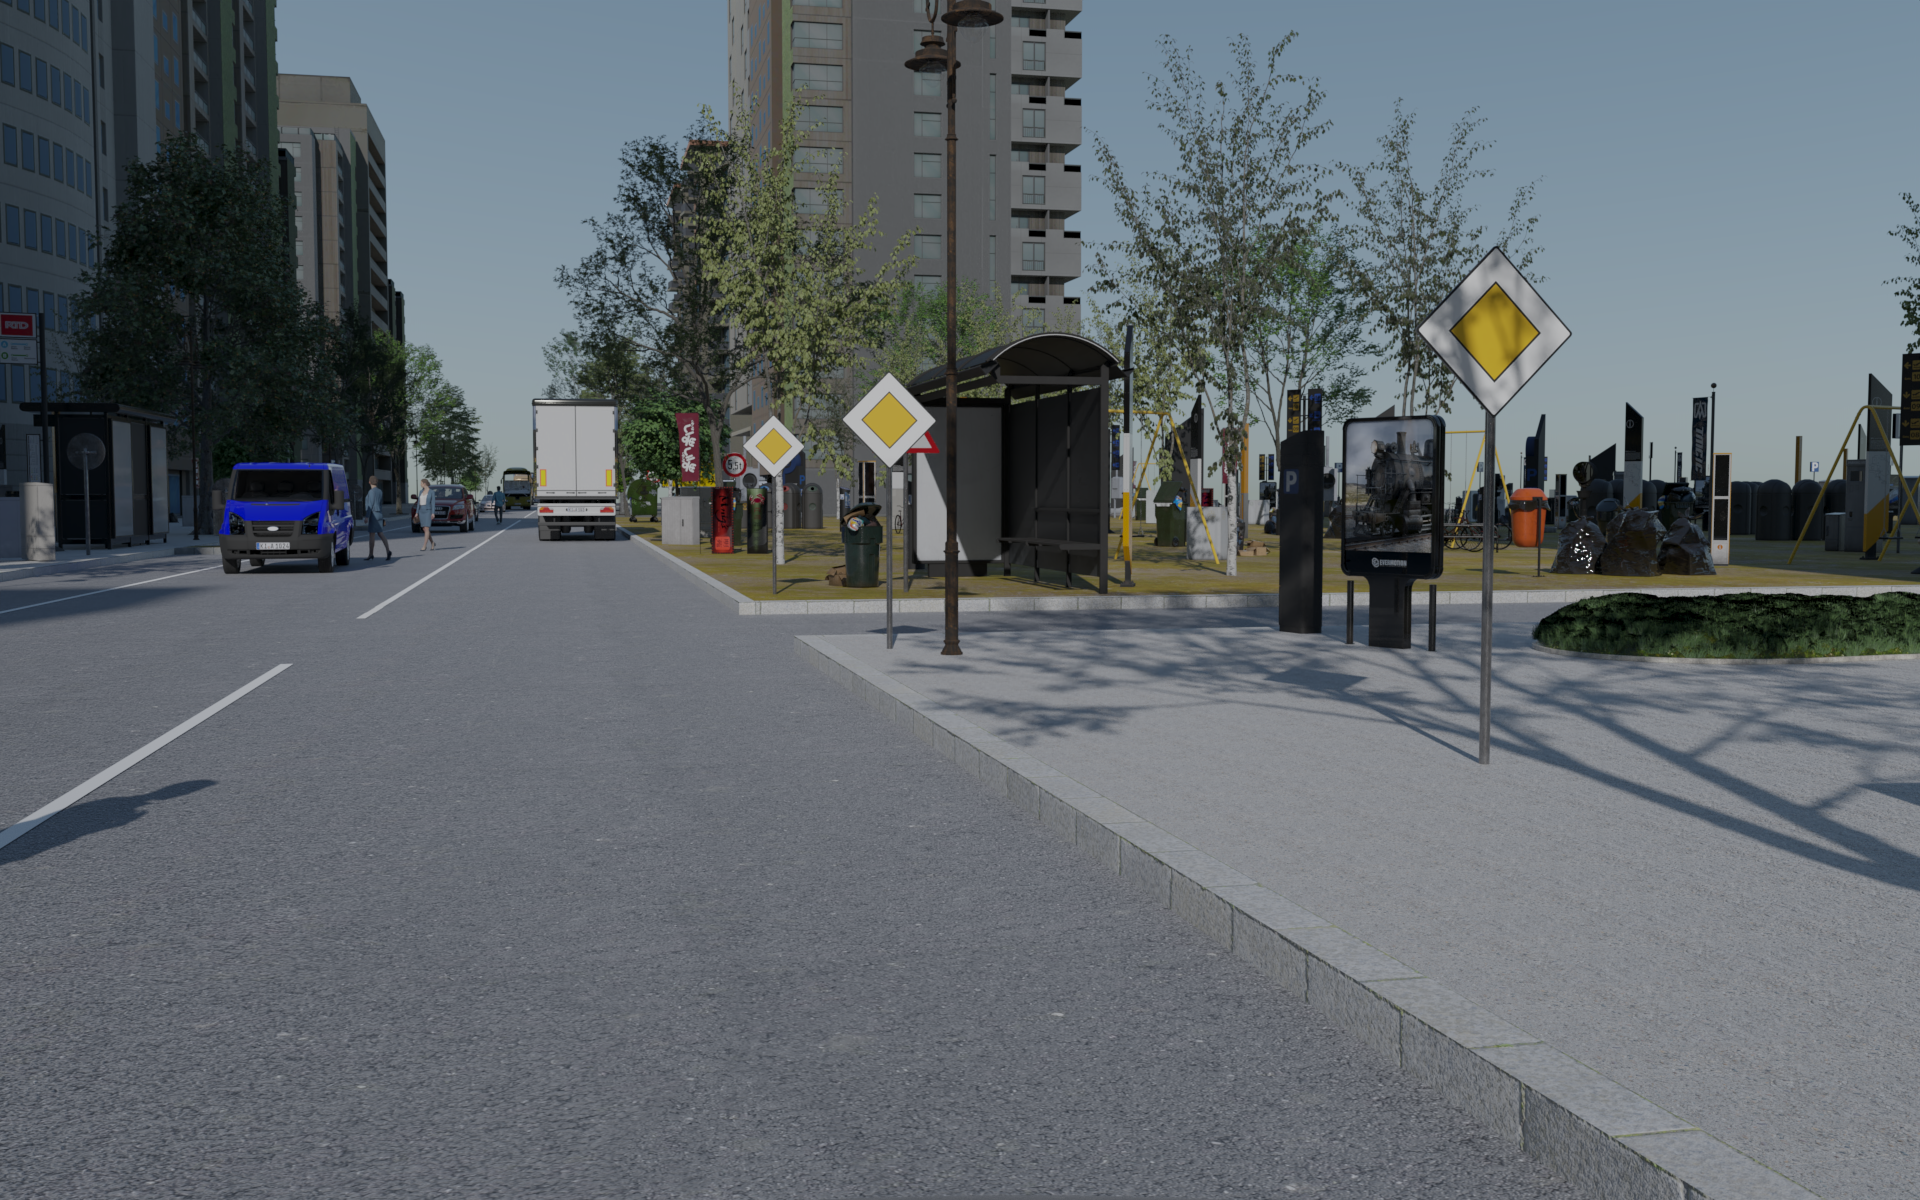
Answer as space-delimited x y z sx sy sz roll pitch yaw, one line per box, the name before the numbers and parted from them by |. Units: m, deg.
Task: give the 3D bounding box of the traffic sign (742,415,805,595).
traffic sign | -2.371 -1.127 22.072 0.795 2.450 0.064 -1 4 -13

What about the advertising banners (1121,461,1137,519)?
advertising banners | 8.863 -5.769 90.511 0.090 3.025 2.074 2 4 27

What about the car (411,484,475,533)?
car | -19.704 -3.513 66.116 2.281 1.827 5.304 -1 4 -12

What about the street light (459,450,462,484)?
street light | -50.546 -12.374 175.096 0.468 5.910 1.993 -1 4 -13

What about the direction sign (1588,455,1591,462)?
direction sign | 36.719 -6.672 101.081 0.379 3.537 0.876 2 4 27

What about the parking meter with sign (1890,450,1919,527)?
parking meter with sign | 39.675 -4.647 72.239 1.738 3.016 0.543 3 5 44

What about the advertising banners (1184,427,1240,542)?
advertising banners | 6.473 -3.042 45.920 2.074 3.025 0.090 2 4 34

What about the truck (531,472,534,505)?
truck | -56.401 -14.383 224.068 2.839 4.237 11.283 -1 4 -12

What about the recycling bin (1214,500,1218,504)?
recycling bin | 11.054 -3.954 77.204 0.722 1.027 0.722 -1 4 -12

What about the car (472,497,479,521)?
car | -26.006 -4.908 90.026 2.009 1.686 4.222 -1 4 -12

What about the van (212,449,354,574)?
van | -12.762 -1.748 32.962 2.240 2.365 5.245 -1 4 -15

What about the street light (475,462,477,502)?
street light | -56.990 -14.118 203.615 0.468 5.910 1.993 -1 4 -13

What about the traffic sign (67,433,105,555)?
traffic sign | -18.280 -2.210 36.246 0.768 2.556 0.104 0 4 -6

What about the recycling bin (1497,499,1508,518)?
recycling bin | 27.190 -4.577 87.384 0.722 1.027 0.722 2 4 28

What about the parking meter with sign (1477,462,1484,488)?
parking meter with sign | 28.766 -5.938 93.355 0.543 3.016 1.738 -3 5 -43

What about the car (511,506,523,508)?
car | -46.183 -10.389 179.639 2.009 1.686 4.222 -1 4 -11

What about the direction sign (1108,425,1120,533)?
direction sign | 4.867 -3.943 56.468 0.876 3.537 0.379 -3 4 -36

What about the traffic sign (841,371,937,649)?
traffic sign | -0.586 -0.651 14.288 0.795 2.450 0.064 -1 4 -13

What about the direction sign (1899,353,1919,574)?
direction sign | 15.477 -2.183 27.696 0.379 3.537 0.876 -3 4 -39

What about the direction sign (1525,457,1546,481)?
direction sign | 30.070 -6.038 90.724 0.876 3.537 0.379 1 4 16

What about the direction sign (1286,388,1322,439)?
direction sign | 7.413 -2.775 37.364 0.876 3.537 0.379 3 5 44

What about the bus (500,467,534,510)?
bus | -41.295 -10.388 161.397 2.896 3.916 12.252 -1 4 -15

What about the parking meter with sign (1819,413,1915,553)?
parking meter with sign | 19.986 -2.566 38.223 0.543 3.016 1.738 -2 4 -26

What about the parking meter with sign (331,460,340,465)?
parking meter with sign | -32.392 -5.643 88.523 1.738 3.016 0.543 3 5 40

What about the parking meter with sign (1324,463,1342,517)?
parking meter with sign | 20.710 -6.143 96.694 0.543 3.016 1.738 -1 4 -19

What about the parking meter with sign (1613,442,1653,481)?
parking meter with sign | 22.327 -3.792 58.266 1.738 3.016 0.543 1 4 18

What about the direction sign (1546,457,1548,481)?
direction sign | 34.949 -6.871 104.344 0.876 3.537 0.379 0 4 -6

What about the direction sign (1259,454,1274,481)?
direction sign | 17.304 -6.472 97.815 0.876 3.537 0.379 2 4 26

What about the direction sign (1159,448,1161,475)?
direction sign | 10.064 -5.647 84.319 0.876 3.537 0.379 3 4 37

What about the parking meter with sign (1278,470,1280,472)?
parking meter with sign | 17.785 -5.921 93.075 0.543 3.016 1.738 3 5 44

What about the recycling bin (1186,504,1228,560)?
recycling bin | 4.906 -1.308 33.946 0.722 1.027 0.722 2 4 32

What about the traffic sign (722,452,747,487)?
traffic sign | -6.904 -3.241 53.102 0.768 2.556 0.104 -1 4 -12

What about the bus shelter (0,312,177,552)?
bus shelter | -20.680 -3.879 41.046 2.179 5.291 8.768 -1 4 -13

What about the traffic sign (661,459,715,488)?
traffic sign | -10.896 -4.648 69.866 2.265 3.308 0.079 0 4 -5

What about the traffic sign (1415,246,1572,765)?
traffic sign | 2.490 -0.427 8.161 0.795 2.450 0.064 -1 4 -12

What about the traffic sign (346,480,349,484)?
traffic sign | -32.124 -5.487 89.714 0.884 2.594 0.081 0 4 -7

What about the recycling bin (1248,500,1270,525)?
recycling bin | 12.659 -3.721 73.389 0.722 1.027 0.722 2 4 30

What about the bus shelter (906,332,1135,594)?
bus shelter | 0.596 -1.861 24.356 2.014 3.302 5.546 -1 4 -13

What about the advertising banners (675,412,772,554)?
advertising banners | -5.059 -2.500 37.062 2.074 3.025 0.090 0 4 4

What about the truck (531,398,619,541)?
truck | -12.455 -4.125 56.357 2.839 4.237 11.283 -1 4 -12

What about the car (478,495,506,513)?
car | -36.585 -7.533 135.528 2.083 1.381 4.827 -1 4 -12

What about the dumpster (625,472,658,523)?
dumpster | -14.337 -4.640 78.356 1.502 2.255 1.985 -1 4 -13

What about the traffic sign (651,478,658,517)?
traffic sign | -14.547 -5.032 82.386 0.768 2.556 0.104 0 4 -8

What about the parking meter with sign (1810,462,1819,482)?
parking meter with sign | 46.310 -5.893 92.615 0.543 3.016 1.738 -1 4 -19

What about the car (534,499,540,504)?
car | -57.601 -13.565 234.142 2.083 1.381 4.827 -1 4 -13

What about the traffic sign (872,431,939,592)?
traffic sign | -0.708 -1.380 22.568 0.884 2.594 0.081 -1 4 -11

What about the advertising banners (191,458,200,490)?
advertising banners | -36.464 -5.365 83.901 0.090 3.025 2.074 1 4 18
